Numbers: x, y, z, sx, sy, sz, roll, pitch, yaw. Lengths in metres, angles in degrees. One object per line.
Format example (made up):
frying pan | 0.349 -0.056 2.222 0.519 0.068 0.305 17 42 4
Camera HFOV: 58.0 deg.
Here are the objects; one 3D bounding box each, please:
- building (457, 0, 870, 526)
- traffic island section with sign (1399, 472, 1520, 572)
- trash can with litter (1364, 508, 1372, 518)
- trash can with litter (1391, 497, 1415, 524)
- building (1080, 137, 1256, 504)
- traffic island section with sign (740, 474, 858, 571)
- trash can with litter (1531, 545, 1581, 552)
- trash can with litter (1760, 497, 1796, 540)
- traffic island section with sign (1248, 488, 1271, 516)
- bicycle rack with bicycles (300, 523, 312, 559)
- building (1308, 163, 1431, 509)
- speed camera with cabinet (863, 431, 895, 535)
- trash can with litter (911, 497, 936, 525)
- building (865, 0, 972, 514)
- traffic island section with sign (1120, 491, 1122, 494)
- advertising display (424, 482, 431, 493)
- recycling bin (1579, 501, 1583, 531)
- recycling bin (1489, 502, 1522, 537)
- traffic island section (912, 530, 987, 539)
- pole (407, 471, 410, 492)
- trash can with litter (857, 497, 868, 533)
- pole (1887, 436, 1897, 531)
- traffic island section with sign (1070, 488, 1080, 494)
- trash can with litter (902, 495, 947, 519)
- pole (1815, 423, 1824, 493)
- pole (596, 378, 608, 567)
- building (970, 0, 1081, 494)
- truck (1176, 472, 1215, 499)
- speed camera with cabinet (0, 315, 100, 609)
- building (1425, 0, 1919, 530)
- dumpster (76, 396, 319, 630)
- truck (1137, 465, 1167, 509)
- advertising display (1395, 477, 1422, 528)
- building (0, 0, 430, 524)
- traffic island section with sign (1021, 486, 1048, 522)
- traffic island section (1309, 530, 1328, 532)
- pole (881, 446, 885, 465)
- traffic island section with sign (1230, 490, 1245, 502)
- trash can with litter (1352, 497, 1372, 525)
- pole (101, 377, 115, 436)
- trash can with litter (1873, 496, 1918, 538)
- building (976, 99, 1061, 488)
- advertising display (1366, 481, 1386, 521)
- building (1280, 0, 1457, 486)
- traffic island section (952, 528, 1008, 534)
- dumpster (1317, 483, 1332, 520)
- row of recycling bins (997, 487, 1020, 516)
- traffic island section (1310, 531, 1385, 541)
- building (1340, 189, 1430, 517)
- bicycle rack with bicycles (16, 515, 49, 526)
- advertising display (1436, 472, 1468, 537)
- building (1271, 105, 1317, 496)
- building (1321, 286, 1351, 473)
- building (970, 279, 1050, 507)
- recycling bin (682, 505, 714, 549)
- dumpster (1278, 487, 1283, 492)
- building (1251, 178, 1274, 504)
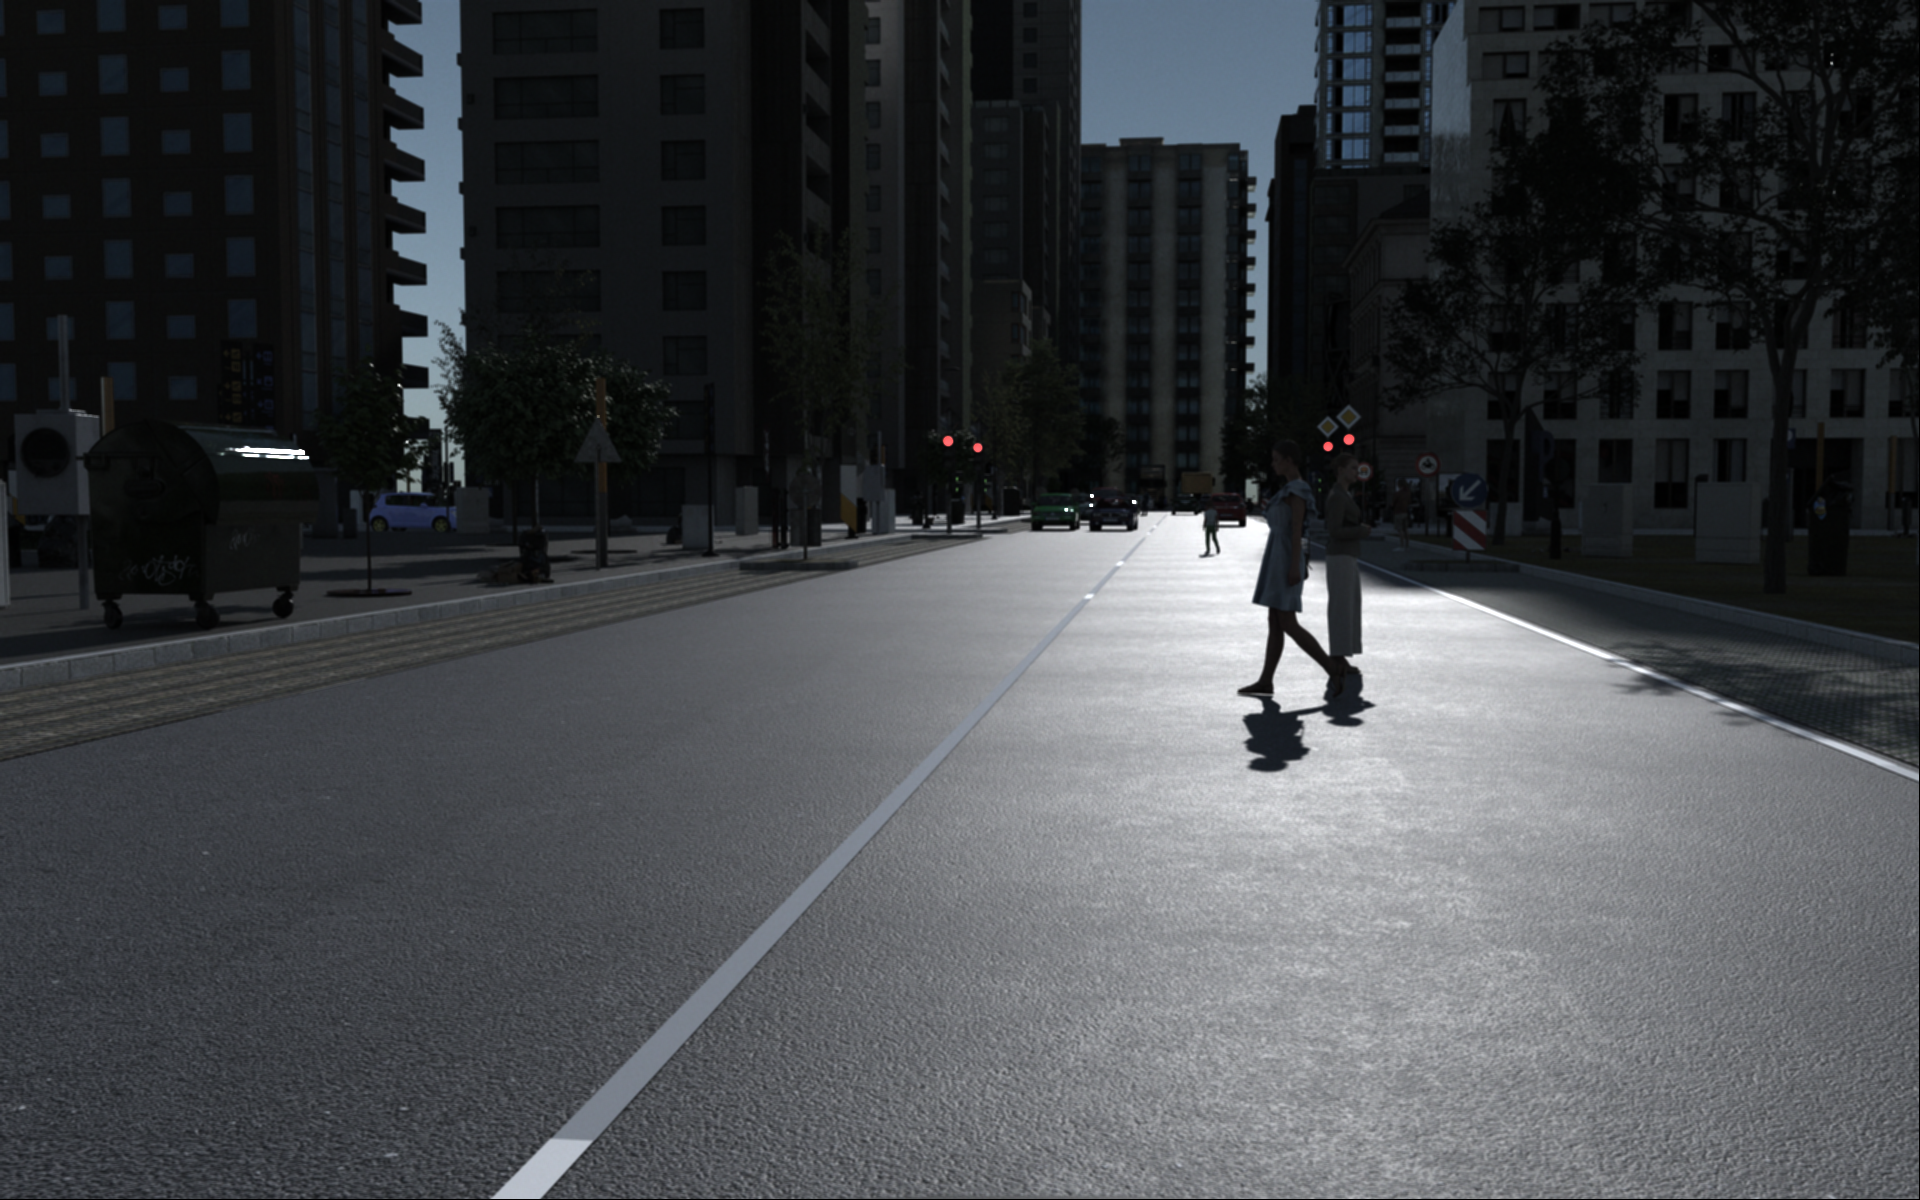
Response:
building | -12.060 -18.518 74.471 14.160 30.474 14.107 0 4 7
traffic island section with sign | 9.340 -1.463 32.554 1.989 1.847 2.006 0 4 7
trash can with litter | 21.445 -4.999 92.787 1.678 1.210 2.233 -3 5 -39
trash can with litter | 18.715 -3.772 73.054 1.055 1.170 0.624 3 5 43
building | 24.492 -37.670 235.507 30.456 49.044 23.786 0 4 7
traffic island section with sign | -3.018 -1.501 33.165 1.989 1.847 2.006 0 4 7
trash can with litter | 13.789 -1.674 38.426 2.233 1.210 1.678 1 4 9
trash can with litter | 22.460 -2.311 48.849 2.233 1.210 1.678 1 4 18
traffic island section with sign | 19.918 -6.424 113.658 1.989 1.847 2.006 0 4 7
bicycle rack with bicycles | -13.947 -1.241 33.670 2.852 0.926 2.925 1 4 16
building | 38.240 -23.469 155.422 14.160 30.474 14.107 0 4 7
speed camera with cabinet | -2.575 -3.722 55.196 0.660 3.252 2.038 1 4 12
trash can with litter | -1.526 -3.734 72.444 1.055 1.170 0.624 0 4 4
building | -7.004 -26.251 112.802 14.154 41.232 14.086 0 4 7
traffic island section with sign | 17.794 -11.251 192.579 1.989 1.847 2.006 0 4 7
advertising display | -29.394 -5.531 95.651 0.123 1.923 0.974 0 4 0
recycling bin | 22.038 -2.931 60.468 0.722 1.027 0.722 2 4 29
recycling bin | 16.374 -2.411 51.977 0.722 1.027 0.722 0 4 -7
traffic island section | -0.365 -2.063 56.016 2.009 0.180 2.903 0 4 7
pole | -40.526 -8.161 127.268 0.158 3.312 0.155 0 3 0
trash can with litter | -3.420 -2.775 56.752 0.624 1.170 1.055 -1 4 -22
pole | 32.543 -4.075 60.471 0.158 3.312 0.155 0 3 0
traffic island section with sign | 7.678 -6.507 115.017 1.989 1.847 2.006 0 4 7
trash can with litter | -1.808 -4.838 90.151 2.233 1.210 1.678 1 4 11
pole | 24.553 -3.403 49.489 0.158 3.312 0.155 0 3 0
pole | -6.306 -2.241 30.490 0.158 3.312 0.155 0 3 0
building | 3.175 -46.624 200.559 20.611 71.187 20.563 0 4 7
truck | 20.624 -9.499 151.236 3.469 3.379 9.791 0 4 7
speed camera with cabinet | -10.596 -1.511 19.035 2.038 3.252 0.660 0 3 0
building | 27.743 -13.038 67.916 16.860 20.320 10.420 0 4 7
dumpster | -7.517 -0.897 17.156 1.502 2.255 1.985 0 4 7
truck | 18.608 -10.942 167.818 2.839 4.237 11.283 0 4 7
advertising display | 16.958 -3.692 65.583 0.974 1.923 0.123 2 4 26
building | -33.858 -26.146 77.605 14.200 45.320 14.600 0 4 7
traffic island section with sign | 4.179 -4.872 88.289 1.989 1.847 2.006 0 4 7
traffic island section | 13.204 -2.448 62.298 2.009 0.180 2.903 0 4 7
pole | -3.255 -4.853 73.195 0.158 3.312 0.155 0 3 0
traffic island section with sign | 26.445 -9.479 163.611 1.989 1.847 2.006 0 4 7
trash can with litter | 16.530 -3.648 71.030 1.055 1.170 0.624 2 4 31
pole | -14.856 -2.227 30.262 0.158 3.312 0.155 0 3 0
trash can with litter | 27.976 -2.474 51.503 1.678 1.210 2.233 3 4 36
building | 2.603 -30.072 175.263 14.154 41.232 14.086 0 4 7
advertising display | 20.141 -4.812 83.886 0.974 1.923 0.123 1 4 12
building | 44.905 -52.776 175.553 22.319 86.520 31.000 0 4 7
traffic island section | 0.669 -2.548 63.934 2.009 0.180 2.903 0 4 7
dumpster | 18.649 -4.978 87.145 1.264 1.857 1.865 0 4 7
row of recycling bins | 2.957 -5.917 103.854 1.069 1.692 3.534 -1 4 -8
traffic island section | 12.170 -1.963 54.380 2.009 0.180 2.903 0 4 7
building | 28.869 -14.612 103.531 10.561 19.102 19.286 0 4 7
bicycle rack with bicycles | -38.393 -3.505 70.694 2.852 0.926 2.925 2 4 28
advertising display | 14.635 -2.826 51.419 0.974 1.923 0.123 0 4 0
building | 43.453 -33.617 199.748 14.600 45.320 14.200 0 4 7
building | 34.948 -15.847 126.549 16.820 18.784 16.811 0 4 7
building | -6.831 -18.986 155.459 27.650 21.520 28.899 0 4 7
recycling bin | -6.133 -1.714 40.573 0.722 1.027 0.722 0 4 -7
dumpster | 23.546 -7.278 124.756 1.264 1.857 1.865 0 4 7
building | 53.724 -35.217 230.426 28.867 44.769 22.147 0 4 7
